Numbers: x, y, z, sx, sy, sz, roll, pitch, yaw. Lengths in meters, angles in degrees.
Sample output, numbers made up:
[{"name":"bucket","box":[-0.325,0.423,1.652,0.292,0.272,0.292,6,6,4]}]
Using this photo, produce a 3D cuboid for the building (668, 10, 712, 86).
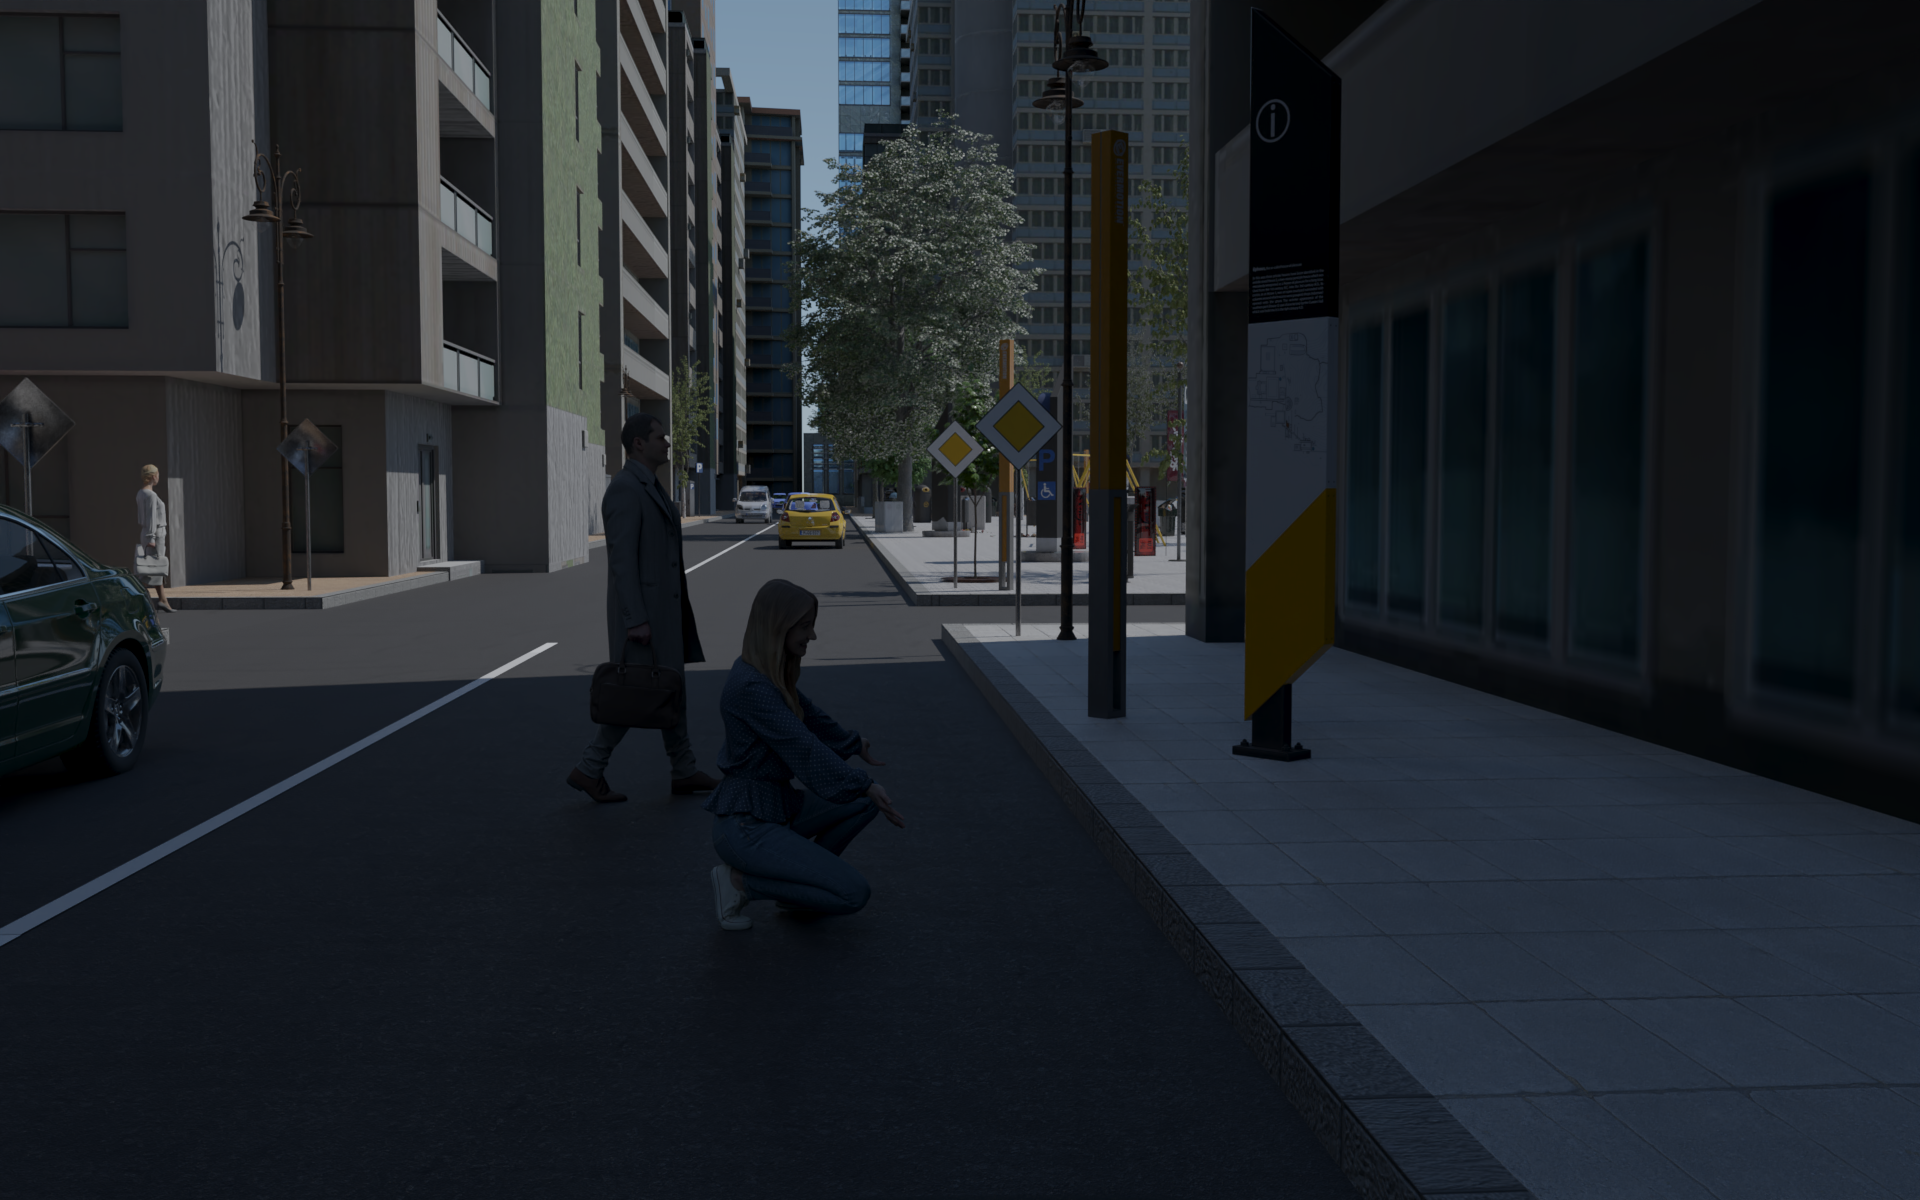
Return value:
[{"name":"building","box":[-22.357,-20.335,104.182,14.160,30.474,14.107,0,4,-4]}]

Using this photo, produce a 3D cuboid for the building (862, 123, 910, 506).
[{"name":"building","box":[-0.783,-22.443,138.636,14.160,30.474,14.107,0,4,-4]}]

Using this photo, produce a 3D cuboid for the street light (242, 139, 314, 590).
[{"name":"street light","box":[-9.032,-3.076,23.085,0.468,5.910,1.993,0,4,-4]}]

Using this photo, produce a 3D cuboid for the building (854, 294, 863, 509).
[{"name":"building","box":[4.135,-19.312,160.793,27.650,21.520,28.899,0,4,-4]}]

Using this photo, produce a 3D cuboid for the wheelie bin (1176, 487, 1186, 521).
[{"name":"wheelie bin","box":[10.172,-4.271,77.734,0.980,1.594,0.693,1,4,9]}]

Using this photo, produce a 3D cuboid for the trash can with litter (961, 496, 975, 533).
[{"name":"trash can with litter","box":[0.331,-2.852,57.690,1.678,1.210,2.233,1,4,8]}]

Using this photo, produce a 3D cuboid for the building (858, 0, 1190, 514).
[{"name":"building","box":[9.119,-26.185,120.001,32.217,40.220,23.993,0,4,-4]}]

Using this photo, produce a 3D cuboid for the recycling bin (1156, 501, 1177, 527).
[{"name":"recycling bin","box":[7.868,-3.303,66.558,0.722,1.027,0.722,2,4,30]}]

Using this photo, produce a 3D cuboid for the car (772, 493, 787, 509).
[{"name":"car","box":[-16.820,-9.296,161.581,1.945,1.707,3.694,0,4,-4]}]

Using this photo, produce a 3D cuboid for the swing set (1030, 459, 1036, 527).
[{"name":"swing set","box":[4.898,-4.342,68.608,2.862,2.851,3.119,2,4,31]}]

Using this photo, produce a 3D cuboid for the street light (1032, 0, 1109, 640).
[{"name":"street light","box":[0.940,-2.587,15.090,0.468,5.910,1.993,0,4,-4]}]

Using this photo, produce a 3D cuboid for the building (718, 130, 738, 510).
[{"name":"building","box":[-24.578,-22.063,132.434,14.160,30.474,14.107,0,4,-4]}]

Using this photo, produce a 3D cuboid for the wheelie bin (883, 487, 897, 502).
[{"name":"wheelie bin","box":[-3.153,-4.451,80.678,0.980,1.594,0.693,3,5,43]}]

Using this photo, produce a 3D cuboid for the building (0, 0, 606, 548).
[{"name":"building","box":[-18.442,-22.402,49.870,14.154,41.232,14.086,0,4,-4]}]

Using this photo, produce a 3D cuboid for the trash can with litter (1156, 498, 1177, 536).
[{"name":"trash can with litter","box":[6.052,-2.511,52.435,1.055,1.170,0.624,3,4,36]}]

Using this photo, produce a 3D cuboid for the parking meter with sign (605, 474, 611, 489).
[{"name":"parking meter with sign","box":[-13.192,-4.137,63.907,0.543,3.016,1.738,1,4,19]}]

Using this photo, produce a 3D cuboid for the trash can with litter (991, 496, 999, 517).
[{"name":"trash can with litter","box":[1.916,-5.281,97.738,0.624,1.170,1.055,3,4,38]}]

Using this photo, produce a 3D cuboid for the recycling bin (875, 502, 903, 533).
[{"name":"recycling bin","box":[-2.376,-2.770,57.840,0.722,1.027,0.722,-2,4,-30]}]

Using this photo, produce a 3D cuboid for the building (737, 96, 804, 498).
[{"name":"building","box":[-31.626,-32.771,190.431,28.867,44.769,22.147,0,4,-4]}]

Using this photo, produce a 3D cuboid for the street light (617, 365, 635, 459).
[{"name":"street light","box":[-11.974,-5.471,62.245,0.468,5.910,1.993,0,4,-4]}]

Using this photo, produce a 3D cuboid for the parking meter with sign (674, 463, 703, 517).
[{"name":"parking meter with sign","box":[-15.310,-6.183,97.360,1.738,3.016,0.543,2,4,32]}]

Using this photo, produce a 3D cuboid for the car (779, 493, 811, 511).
[{"name":"car","box":[-7.652,-4.470,82.668,1.945,1.707,3.694,0,4,-6]}]

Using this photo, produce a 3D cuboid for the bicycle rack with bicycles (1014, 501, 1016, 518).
[{"name":"bicycle rack with bicycles","box":[3.381,-4.834,92.415,2.852,0.926,2.925,2,4,30]}]

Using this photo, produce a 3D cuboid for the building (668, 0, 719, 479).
[{"name":"building","box":[-23.961,-28.603,117.776,14.600,45.320,14.200,0,4,-4]}]

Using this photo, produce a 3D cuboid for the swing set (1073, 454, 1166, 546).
[{"name":"swing set","box":[3.714,-2.821,43.751,2.862,2.851,3.119,0,4,3]}]

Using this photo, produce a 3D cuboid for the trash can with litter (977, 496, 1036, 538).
[{"name":"trash can with litter","box":[1.947,-2.487,51.723,2.233,1.210,1.678,3,4,38]}]

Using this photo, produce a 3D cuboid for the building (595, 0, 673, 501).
[{"name":"building","box":[-24.405,-27.607,75.073,21.300,48.544,21.600,0,4,-4]}]

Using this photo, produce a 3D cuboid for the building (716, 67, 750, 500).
[{"name":"building","box":[-31.261,-28.364,155.632,23.993,40.220,32.217,0,4,-4]}]

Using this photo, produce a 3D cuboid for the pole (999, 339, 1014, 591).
[{"name":"pole","box":[0.615,-1.783,22.996,0.158,3.312,0.155,0,3,0]}]

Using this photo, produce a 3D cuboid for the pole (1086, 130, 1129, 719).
[{"name":"pole","box":[0.846,-0.980,9.872,0.158,3.312,0.155,0,3,0]}]

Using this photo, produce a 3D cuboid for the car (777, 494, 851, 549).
[{"name":"car","box":[-3.951,-2.222,46.549,2.015,1.641,3.980,0,4,-3]}]

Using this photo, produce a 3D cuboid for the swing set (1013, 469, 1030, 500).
[{"name":"swing set","box":[3.633,-4.916,77.999,3.119,2.851,2.862,3,4,37]}]

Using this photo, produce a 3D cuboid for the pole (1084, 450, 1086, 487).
[{"name":"pole","box":[5.815,-5.260,79.844,0.158,3.312,0.155,0,3,0]}]

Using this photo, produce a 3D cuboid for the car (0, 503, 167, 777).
[{"name":"car","box":[-5.084,0.265,7.459,2.131,1.459,4.920,0,4,-4]}]

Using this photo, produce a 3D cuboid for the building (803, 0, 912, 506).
[{"name":"building","box":[-1.822,-53.783,192.015,31.000,86.520,22.319,0,4,-4]}]
